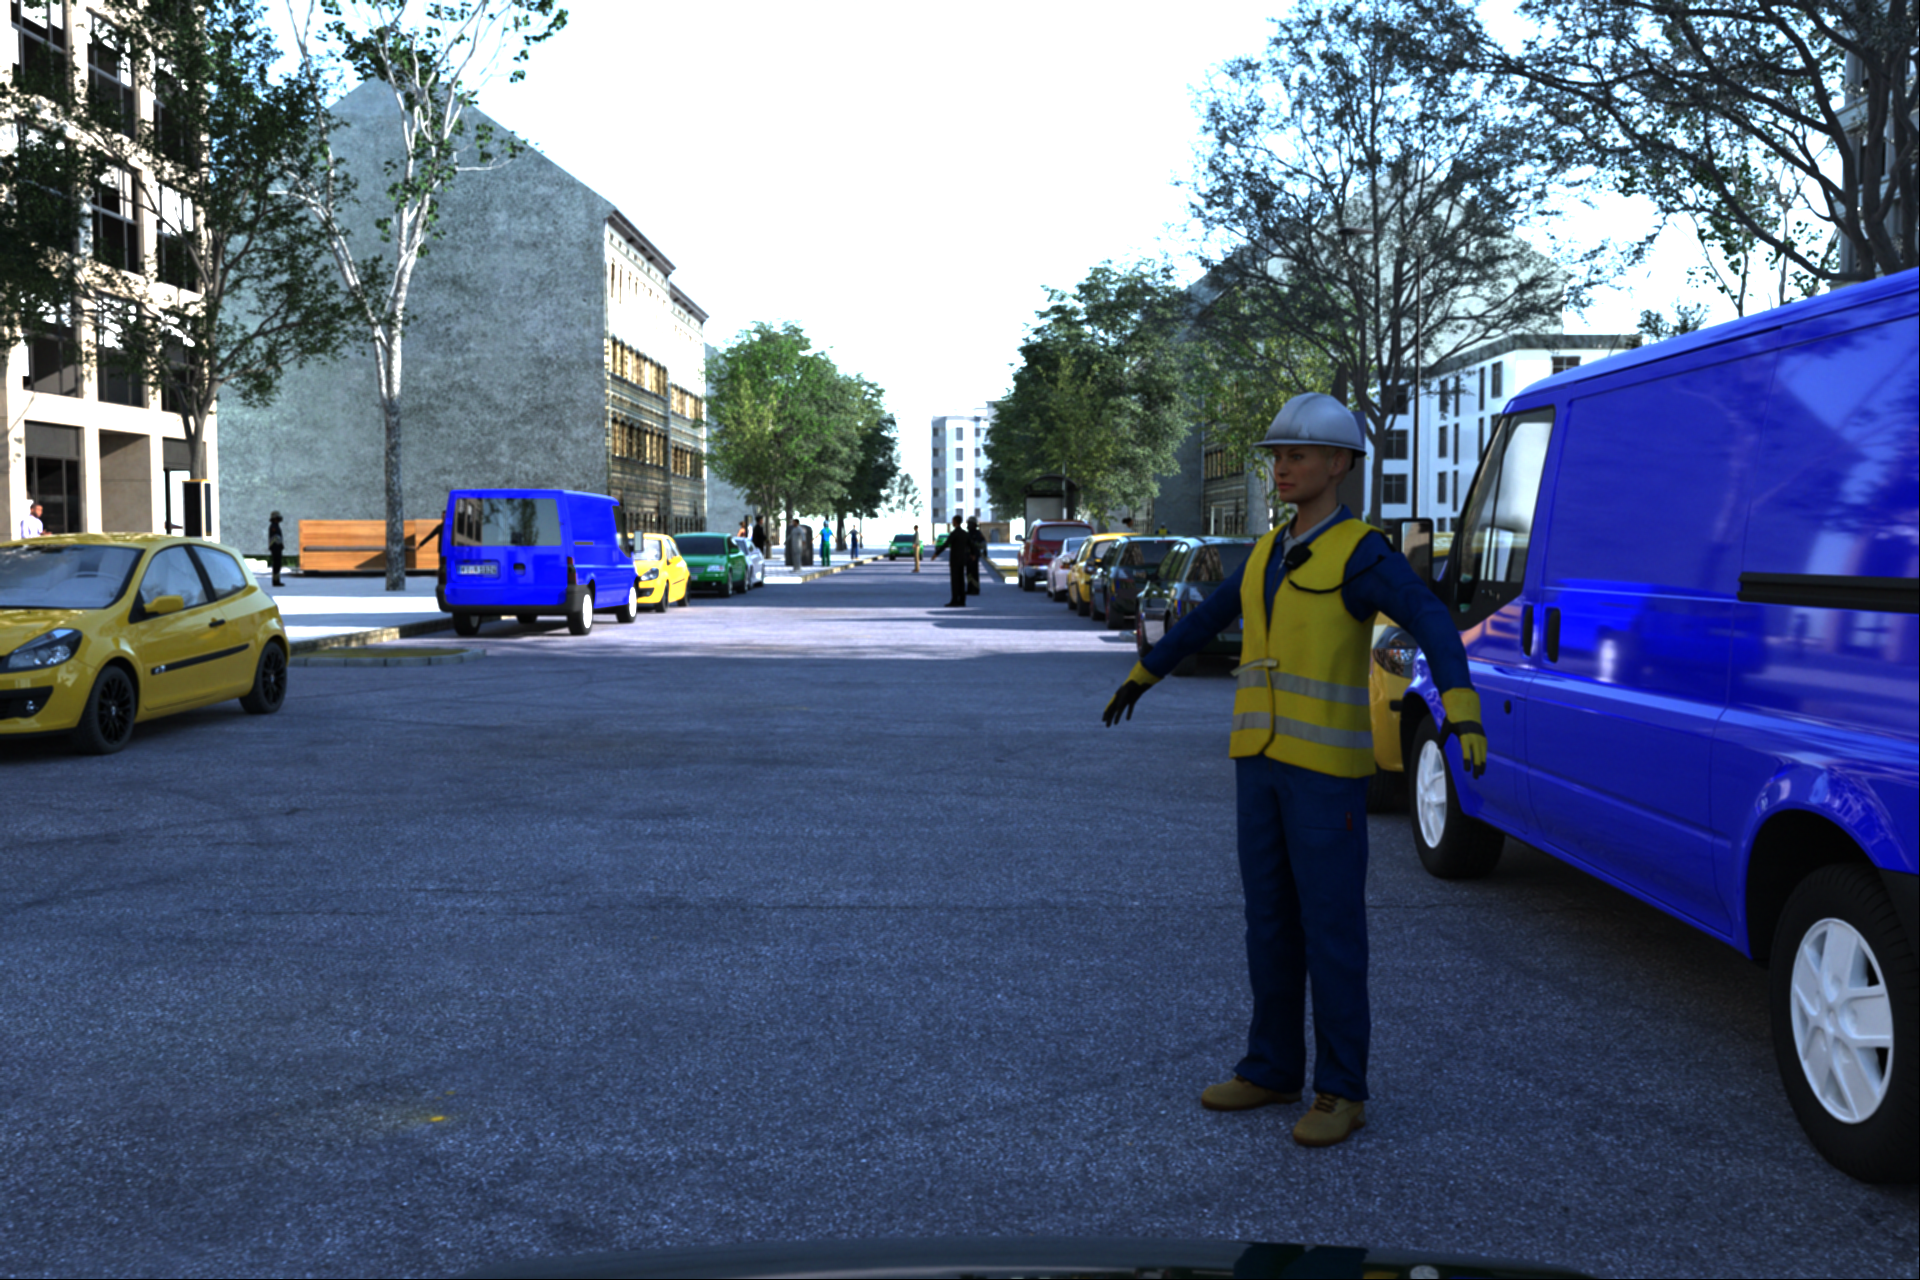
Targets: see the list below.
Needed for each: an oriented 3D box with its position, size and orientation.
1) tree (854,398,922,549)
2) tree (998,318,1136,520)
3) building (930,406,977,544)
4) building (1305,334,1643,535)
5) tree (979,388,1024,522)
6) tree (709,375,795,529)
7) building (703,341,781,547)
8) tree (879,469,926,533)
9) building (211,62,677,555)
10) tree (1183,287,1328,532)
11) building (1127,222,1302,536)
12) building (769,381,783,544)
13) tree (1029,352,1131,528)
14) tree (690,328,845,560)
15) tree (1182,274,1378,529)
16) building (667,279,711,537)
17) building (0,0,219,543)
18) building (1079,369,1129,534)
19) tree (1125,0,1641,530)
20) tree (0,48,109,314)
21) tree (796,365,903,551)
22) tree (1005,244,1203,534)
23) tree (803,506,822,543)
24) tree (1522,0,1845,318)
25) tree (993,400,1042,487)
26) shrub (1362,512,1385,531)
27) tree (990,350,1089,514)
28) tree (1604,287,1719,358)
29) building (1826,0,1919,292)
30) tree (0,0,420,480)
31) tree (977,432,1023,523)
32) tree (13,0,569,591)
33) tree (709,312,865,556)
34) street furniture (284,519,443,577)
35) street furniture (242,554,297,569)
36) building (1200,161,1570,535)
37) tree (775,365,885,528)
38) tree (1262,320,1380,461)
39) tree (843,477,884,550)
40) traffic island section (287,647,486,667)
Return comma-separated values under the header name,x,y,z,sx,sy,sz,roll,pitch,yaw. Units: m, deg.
name,x,y,z,sx,sy,sz,roll,pitch,yaw
tree,-8.892,-14.867,153.437,12.009,13.543,11.850,0,3,0
tree,5.576,-10.615,91.681,7.486,12.596,7.792,0,3,0
building,-4.044,-23.828,248.456,11.380,20.090,16.016,0,4,4
building,24.179,-8.851,86.857,9.099,9.664,28.070,0,4,0
tree,6.176,-14.480,143.395,9.857,13.997,8.962,0,3,0
tree,-9.348,-7.888,79.323,4.737,8.622,4.395,0,3,0
building,-29.233,-21.433,181.362,19.493,23.208,18.063,0,4,1
tree,-8.120,-19.210,248.500,7.601,10.594,8.767,0,4,1
building,-25.656,-15.787,89.045,19.493,23.208,18.063,0,4,0
tree,8.773,-6.080,49.770,4.737,8.622,4.395,0,3,0
building,22.677,-18.227,128.947,19.493,23.208,18.063,0,4,0
building,-28.256,-21.893,214.369,16.016,20.090,11.380,0,3,0
tree,4.748,-7.289,69.542,4.737,8.622,4.395,0,3,0
tree,-9.618,-9.852,86.832,9.928,11.665,9.643,0,3,0
tree,12.539,-8.686,67.777,9.928,11.665,9.643,0,3,0
building,-26.955,-17.124,110.913,19.493,23.208,18.063,0,3,0
building,-32.541,-14.238,35.986,19.351,26.588,34.151,0,3,0
building,23.858,-22.672,201.607,19.493,23.208,18.063,0,3,0
tree,8.800,-7.705,36.347,12.009,13.543,11.850,0,3,0
tree,-12.227,-5.046,16.912,8.767,10.594,7.601,3,5,44
tree,-8.882,-13.594,128.909,9.857,13.997,8.962,0,3,0
tree,6.367,-10.459,77.664,9.857,13.997,8.962,0,3,0
tree,-19.753,-17.911,243.205,4.360,8.622,3.978,0,3,0
tree,23.934,-12.075,53.316,12.611,20.169,13.585,0,3,0
tree,5.968,-11.637,116.013,9.928,11.665,9.643,0,3,0
shrub,14.623,-3.557,62.202,1.661,2.075,1.752,0,3,0
tree,5.485,-11.383,104.234,7.486,12.596,7.792,0,3,0
tree,27.349,-7.968,64.691,8.767,10.594,7.601,1,4,13
building,26.946,-11.663,37.365,8.464,21.280,15.925,0,4,0
tree,-12.892,-5.754,28.491,8.767,10.594,7.601,1,4,13
tree,6.413,-15.180,154.848,9.857,13.997,8.962,0,3,0
tree,-14.143,-11.223,39.394,12.611,20.169,13.585,0,3,0
tree,-9.694,-11.766,99.036,9.857,13.997,8.962,0,3,0
street furniture,-17.067,-3.002,55.940,9.812,1.723,11.010,-1,4,-23
street furniture,-27.955,-3.091,66.162,5.734,0.657,10.072,1,4,12
building,26.059,-17.093,110.396,19.493,23.208,18.063,0,4,0
tree,-8.827,-12.068,115.440,7.486,12.596,7.792,0,3,0
tree,12.193,-6.567,57.739,4.737,8.622,4.395,0,3,0
tree,-9.607,-12.626,140.850,7.601,10.594,8.767,2,4,26
traffic island section,-6.521,0.193,19.708,1.991,0.108,1.994,0,4,1
